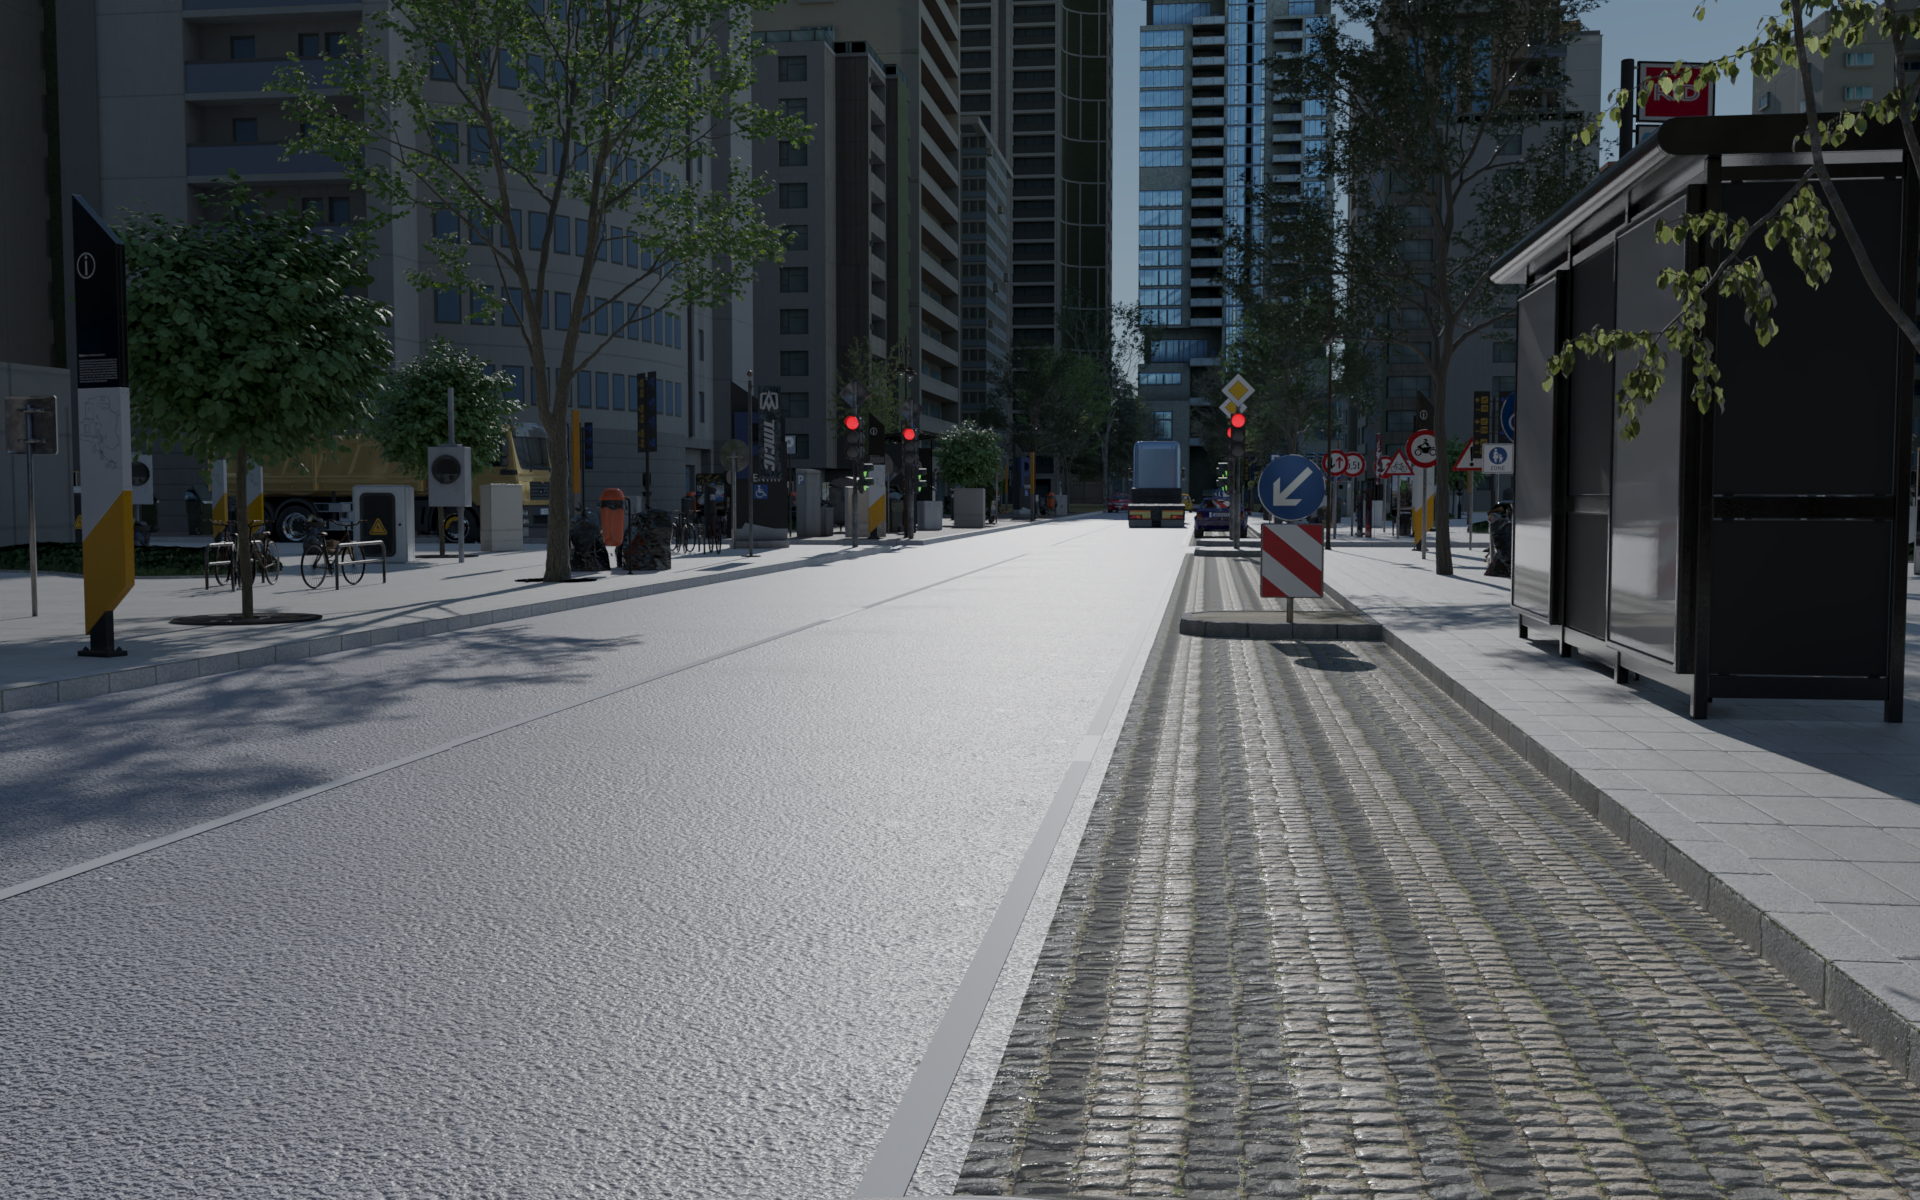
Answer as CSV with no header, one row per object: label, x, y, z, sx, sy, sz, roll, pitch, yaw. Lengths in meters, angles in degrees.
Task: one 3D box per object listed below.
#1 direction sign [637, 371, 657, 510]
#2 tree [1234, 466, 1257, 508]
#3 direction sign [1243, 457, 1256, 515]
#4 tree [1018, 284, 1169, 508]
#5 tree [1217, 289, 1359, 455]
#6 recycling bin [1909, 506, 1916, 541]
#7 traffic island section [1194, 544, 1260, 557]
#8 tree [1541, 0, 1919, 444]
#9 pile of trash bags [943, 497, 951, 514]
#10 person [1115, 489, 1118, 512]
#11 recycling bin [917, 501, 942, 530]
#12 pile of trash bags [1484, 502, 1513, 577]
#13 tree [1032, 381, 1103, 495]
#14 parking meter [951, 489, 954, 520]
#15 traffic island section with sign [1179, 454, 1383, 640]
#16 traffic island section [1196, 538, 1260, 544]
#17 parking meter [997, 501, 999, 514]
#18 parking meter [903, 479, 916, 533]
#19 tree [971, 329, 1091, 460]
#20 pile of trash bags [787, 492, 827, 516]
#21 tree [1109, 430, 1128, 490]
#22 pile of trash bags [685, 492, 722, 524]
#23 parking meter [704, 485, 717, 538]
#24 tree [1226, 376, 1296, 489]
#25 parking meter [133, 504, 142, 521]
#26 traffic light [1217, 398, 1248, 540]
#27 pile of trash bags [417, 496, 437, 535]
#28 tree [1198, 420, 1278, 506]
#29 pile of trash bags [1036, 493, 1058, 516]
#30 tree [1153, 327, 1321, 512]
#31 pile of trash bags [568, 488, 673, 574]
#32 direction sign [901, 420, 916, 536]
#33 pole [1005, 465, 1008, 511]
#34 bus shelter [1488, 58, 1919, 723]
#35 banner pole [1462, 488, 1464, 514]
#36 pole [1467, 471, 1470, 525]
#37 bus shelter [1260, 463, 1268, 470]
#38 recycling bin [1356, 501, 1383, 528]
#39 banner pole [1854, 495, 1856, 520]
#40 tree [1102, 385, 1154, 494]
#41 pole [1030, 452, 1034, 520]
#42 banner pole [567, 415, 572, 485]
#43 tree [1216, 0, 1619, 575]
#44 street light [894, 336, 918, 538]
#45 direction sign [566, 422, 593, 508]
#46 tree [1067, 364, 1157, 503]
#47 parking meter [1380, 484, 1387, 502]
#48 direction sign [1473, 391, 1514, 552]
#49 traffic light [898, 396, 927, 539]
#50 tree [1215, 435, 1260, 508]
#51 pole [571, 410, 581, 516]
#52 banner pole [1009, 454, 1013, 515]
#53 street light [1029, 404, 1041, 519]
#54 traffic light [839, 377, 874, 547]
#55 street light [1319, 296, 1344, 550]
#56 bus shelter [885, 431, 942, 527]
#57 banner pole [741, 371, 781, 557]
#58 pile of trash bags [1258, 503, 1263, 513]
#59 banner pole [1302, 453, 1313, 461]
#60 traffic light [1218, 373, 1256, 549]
direction sign,-5.829,-2.466,32.310,0.379,3.537,0.876,-2,4,-32
tree,26.109,-10.886,161.707,4.285,4.588,4.351,0,3,0
direction sign,17.619,-6.936,105.399,0.876,3.537,0.379,3,5,44
tree,12.079,-18.386,156.504,12.611,20.169,13.585,0,3,0
tree,16.434,-9.827,86.420,9.928,11.665,9.643,0,3,0
recycling bin,19.977,-1.418,35.745,0.722,1.027,0.722,-2,4,-30
traffic island section,6.498,-1.117,40.537,2.009,0.180,2.903,0,4,8
tree,4.150,-3.477,7.208,4.360,8.622,3.978,0,3,0
pile of trash bags,0.412,-6.057,108.779,1.912,1.369,3.447,-2,4,-30
person,12.259,-7.778,135.654,0.705,1.826,1.348,1,4,11
recycling bin,-1.086,-3.030,62.103,0.722,1.027,0.722,-2,4,-23
pile of trash bags,9.069,-1.047,26.864,1.912,1.369,3.447,2,4,25
tree,6.372,-9.680,108.626,4.360,8.622,3.978,0,3,0
parking meter,-0.276,-4.749,86.049,0.372,1.533,0.369,0,3,0
traffic island section with sign,3.292,-0.571,17.967,1.989,1.847,2.006,0,4,8
traffic island section,7.626,-1.600,48.442,2.009,0.180,2.903,0,4,8
parking meter,2.285,-6.272,110.961,0.372,1.533,0.369,0,3,0
parking meter,-1.664,-3.145,57.140,0.399,1.863,0.255,-2,4,-27
tree,3.870,-10.051,98.754,7.601,10.594,8.767,-3,4,-36
pile of trash bags,-6.936,-4.023,75.536,1.912,1.369,3.447,-1,4,-23
tree,16.094,-13.949,178.430,4.360,8.622,3.978,0,3,0
pile of trash bags,-10.843,-4.037,75.758,1.912,1.369,3.447,2,4,29
parking meter,-7.348,-2.607,51.039,0.372,1.533,0.369,0,3,0
tree,16.826,-8.800,94.243,4.360,8.622,3.978,0,3,0
parking meter,-18.911,-1.907,39.596,0.372,1.533,0.369,0,3,0
traffic light,7.588,-3.634,48.334,0.839,4.253,0.868,0,4,8
pile of trash bags,-16.768,-2.785,55.288,3.447,1.369,1.912,2,4,28
tree,30.431,-16.451,185.980,9.611,12.733,9.660,0,3,0
pile of trash bags,4.903,-5.678,102.590,1.912,1.369,3.447,-1,4,-18
tree,21.175,-13.168,125.663,12.009,13.543,11.850,0,3,0
pile of trash bags,-5.774,-1.179,29.034,1.912,1.369,3.447,-1,4,-11
direction sign,-1.594,-3.764,53.533,0.379,3.537,0.876,2,4,27
pole,3.235,-7.748,120.524,0.158,3.312,0.155,0,3,0
bus shelter,5.571,-2.212,13.798,2.179,5.291,8.768,1,4,8
banner pole,32.202,-7.372,110.553,0.401,3.779,0.863,2,4,31
pole,21.277,-4.796,72.260,0.158,3.312,0.155,0,3,0
bus shelter,18.868,-6.648,102.625,2.014,3.302,5.546,1,4,8
recycling bin,15.774,-3.312,66.713,0.722,1.027,0.722,-2,4,-32
banner pole,24.721,-3.548,48.031,0.863,3.779,0.401,-2,4,-25
tree,19.041,-17.413,195.077,12.009,13.543,11.850,0,3,0
pole,3.517,-5.532,84.292,0.158,3.312,0.155,0,3,0
banner pole,-12.256,-3.919,54.086,0.863,3.779,0.401,2,4,27
tree,7.378,-5.680,27.280,7.601,10.594,8.767,0,4,-3
street light,-1.576,-4.761,50.636,0.468,5.910,1.993,0,4,8
direction sign,-11.925,-3.843,54.822,0.876,3.537,0.379,2,4,35
tree,14.231,-16.032,168.771,9.857,13.997,8.962,0,3,0
parking meter,24.168,-5.697,98.856,0.399,1.863,0.255,-2,4,-32
direction sign,11.737,-2.823,38.152,0.876,3.537,0.379,0,4,6
traffic light,-1.385,-3.711,49.593,0.839,4.253,0.868,0,4,8
tree,22.990,-11.680,141.335,4.737,8.622,4.395,0,3,0
pole,-9.364,-2.961,42.251,0.158,3.312,0.155,0,3,0
banner pole,3.237,-7.256,108.660,0.401,3.779,0.863,-2,4,-24
street light,3.860,-7.113,89.087,0.468,5.910,1.993,0,4,8
traffic light,-2.513,-3.227,41.688,0.839,4.253,0.868,0,4,8
street light,8.479,-4.094,39.724,0.468,5.910,1.993,0,4,8
bus shelter,-2.029,-4.636,67.088,1.731,3.624,6.357,0,4,8
banner pole,-4.032,-2.766,35.236,0.863,3.779,0.401,0,4,-1
pile of trash bags,21.796,-6.634,118.217,1.912,1.369,3.447,-1,4,-16
banner pole,21.216,-7.103,106.145,0.863,3.779,0.401,0,4,-8
traffic light,6.460,-3.150,40.429,0.839,4.253,0.868,0,4,8
